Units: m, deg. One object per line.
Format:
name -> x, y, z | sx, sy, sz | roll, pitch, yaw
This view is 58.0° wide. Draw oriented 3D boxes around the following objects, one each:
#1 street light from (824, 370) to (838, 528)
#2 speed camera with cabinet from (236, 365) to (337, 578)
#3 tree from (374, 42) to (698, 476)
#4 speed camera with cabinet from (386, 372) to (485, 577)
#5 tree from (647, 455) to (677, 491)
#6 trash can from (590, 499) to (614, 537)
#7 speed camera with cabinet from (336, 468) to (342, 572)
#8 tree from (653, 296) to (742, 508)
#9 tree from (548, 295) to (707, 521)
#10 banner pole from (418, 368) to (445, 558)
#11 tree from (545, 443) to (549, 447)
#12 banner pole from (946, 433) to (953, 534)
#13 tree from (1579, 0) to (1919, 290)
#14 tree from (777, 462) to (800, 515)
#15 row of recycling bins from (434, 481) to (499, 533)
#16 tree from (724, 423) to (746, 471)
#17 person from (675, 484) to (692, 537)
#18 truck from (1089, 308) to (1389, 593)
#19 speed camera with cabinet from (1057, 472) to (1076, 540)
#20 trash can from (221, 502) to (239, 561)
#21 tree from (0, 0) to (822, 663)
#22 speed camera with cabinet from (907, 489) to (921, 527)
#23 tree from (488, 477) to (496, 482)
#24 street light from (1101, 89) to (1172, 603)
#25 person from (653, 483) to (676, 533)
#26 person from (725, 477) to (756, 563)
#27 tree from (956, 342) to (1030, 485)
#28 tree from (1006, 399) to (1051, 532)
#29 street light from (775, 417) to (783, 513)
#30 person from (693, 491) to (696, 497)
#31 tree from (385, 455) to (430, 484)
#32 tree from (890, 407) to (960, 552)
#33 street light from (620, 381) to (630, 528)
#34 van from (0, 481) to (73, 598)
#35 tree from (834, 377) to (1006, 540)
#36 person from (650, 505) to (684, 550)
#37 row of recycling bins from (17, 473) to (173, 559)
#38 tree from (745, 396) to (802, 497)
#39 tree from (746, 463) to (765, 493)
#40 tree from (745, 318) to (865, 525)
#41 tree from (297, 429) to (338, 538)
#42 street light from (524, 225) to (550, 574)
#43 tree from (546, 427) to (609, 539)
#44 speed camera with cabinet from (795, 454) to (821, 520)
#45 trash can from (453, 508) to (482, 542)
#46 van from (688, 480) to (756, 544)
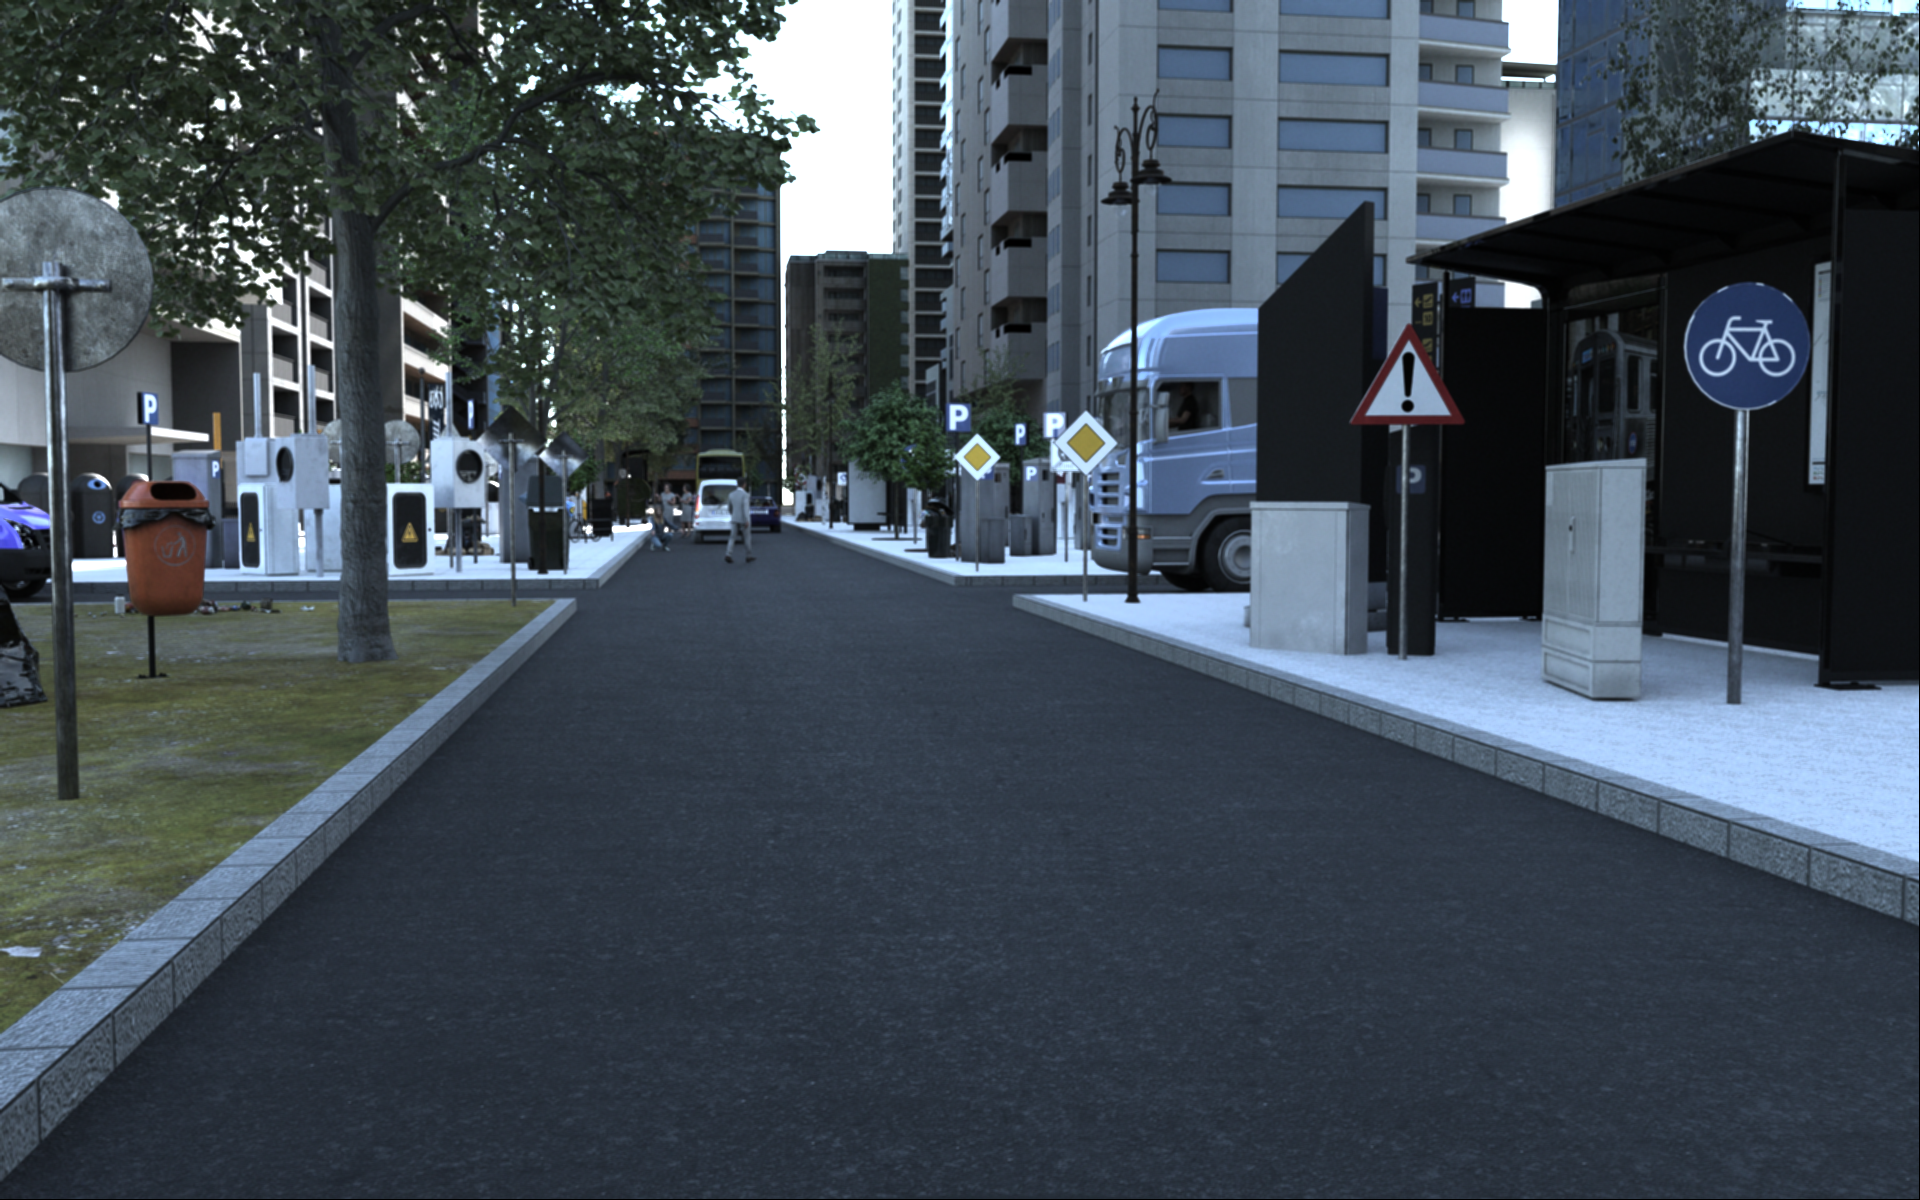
street light -> -4.819, -5.614, 64.572 | 0.468, 5.910, 1.993 | -1, 4, -9
speed camera with cabinet -> -10.566, -1.997, 26.991 | 2.038, 3.252, 0.660 | 3, 5, 44
tree -> -9.859, -7.013, 40.419 | 9.928, 11.665, 9.643 | 0, 3, 0
speed camera with cabinet -> -8.501, -2.029, 27.517 | 0.660, 3.252, 2.038 | 2, 4, 32
tree -> -28.757, -13.326, 168.237 | 4.360, 8.622, 3.978 | 0, 3, 0
trash can -> -10.801, -2.483, 52.251 | 0.748, 1.137, 0.748 | 0, 3, 0
speed camera with cabinet -> -10.805, -2.095, 28.596 | 2.038, 3.252, 0.660 | 0, 4, -3
tree -> -26.614, -18.413, 156.937 | 12.611, 20.169, 13.585 | 0, 3, 0
tree -> -15.902, -8.949, 80.723 | 7.601, 10.594, 8.767 | 1, 4, 17
banner pole -> -10.552, -2.726, 34.591 | 0.401, 3.779, 0.863 | 2, 4, 26
tree -> -23.827, -6.874, 96.108 | 4.285, 4.588, 4.351 | 0, 3, 0
banner pole -> -0.649, -4.034, 55.980 | 0.863, 3.779, 0.401 | -1, 4, -10
tree -> 8.818, -4.215, 19.284 | 4.360, 8.622, 3.978 | 0, 3, 0
tree -> -10.059, -6.773, 105.341 | 1.663, 3.219, 1.824 | 0, 3, 0
row of recycling bins -> -15.730, -3.018, 56.451 | 3.534, 1.692, 1.069 | 2, 4, 26
tree -> -20.797, -13.422, 169.817 | 4.737, 8.622, 4.395 | 0, 3, 0
person -> -9.183, -2.970, 57.418 | 0.532, 1.782, 0.716 | -2, 4, -34
truck -> 10.610, -2.201, 25.738 | 18.799, 4.110, 2.967 | -1, 4, -10
speed camera with cabinet -> 2.997, -3.354, 49.180 | 0.660, 3.252, 2.038 | 1, 4, 19
trash can -> -13.342, -1.245, 32.017 | 0.748, 1.137, 0.748 | 0, 3, 0
tree -> -5.047, -5.808, 13.082 | 7.486, 12.596, 7.792 | 0, 3, 0
speed camera with cabinet -> -1.939, -4.549, 68.713 | 0.660, 3.252, 2.038 | 0, 4, 6
tree -> -20.684, -4.859, 74.042 | 1.663, 3.219, 1.824 | 0, 3, 0
street light -> 2.043, -2.907, 20.324 | 0.468, 5.910, 1.993 | -1, 4, -9
person -> -9.151, -2.728, 53.458 | 0.716, 1.782, 0.532 | 1, 4, 13
person -> -4.626, -1.684, 36.313 | 0.678, 1.792, 0.850 | 2, 4, 31
tree -> 1.566, -8.121, 83.139 | 4.737, 8.622, 4.395 | 0, 3, 0
tree -> 1.643, -4.650, 59.737 | 4.285, 4.588, 4.351 | 0, 3, 0
street light -> -10.676, -7.933, 102.494 | 0.468, 5.910, 1.993 | -1, 4, -9
person -> -24.100, -9.104, 158.019 | 0.621, 1.740, 0.551 | 3, 5, 40
tree -> -16.882, -3.556, 52.742 | 1.663, 3.219, 1.824 | 0, 3, 0
tree -> -0.801, -2.693, 38.636 | 1.663, 3.219, 1.824 | 0, 3, 0
street light -> -12.522, -5.650, 65.167 | 0.468, 5.910, 1.993 | -1, 4, -9
van -> -14.726, -1.139, 23.012 | 5.245, 2.365, 2.240 | 0, 4, -7
tree -> -1.694, -3.960, 48.464 | 4.285, 4.588, 4.351 | 0, 3, 0
person -> -7.499, -1.833, 43.973 | 1.012, 1.151, 0.738 | -2, 4, -33
row of recycling bins -> -17.082, -1.702, 34.939 | 1.069, 1.692, 3.534 | 3, 5, 42
tree -> -14.162, -10.965, 129.641 | 4.360, 8.622, 3.978 | 0, 3, 0
tree -> -21.536, -11.704, 175.070 | 4.285, 4.588, 4.351 | 0, 3, 0
tree -> -5.834, -7.449, 72.149 | 4.737, 8.622, 4.395 | 0, 3, 0
tree -> -19.582, -3.470, 51.334 | 1.663, 3.219, 1.824 | 0, 3, 0
street light -> -6.705, -3.356, 27.663 | 0.468, 5.910, 1.993 | -1, 4, -9
tree -> -11.170, -3.390, 50.033 | 1.663, 3.219, 1.824 | 0, 3, 0
speed camera with cabinet -> -7.443, -5.552, 85.107 | 0.660, 3.252, 2.038 | 1, 4, 18
trash can -> -11.083, -1.671, 38.977 | 0.748, 1.137, 0.748 | 0, 3, 0
van -> -7.082, -2.725, 51.557 | 2.013, 2.044, 4.112 | 0, 4, -7
